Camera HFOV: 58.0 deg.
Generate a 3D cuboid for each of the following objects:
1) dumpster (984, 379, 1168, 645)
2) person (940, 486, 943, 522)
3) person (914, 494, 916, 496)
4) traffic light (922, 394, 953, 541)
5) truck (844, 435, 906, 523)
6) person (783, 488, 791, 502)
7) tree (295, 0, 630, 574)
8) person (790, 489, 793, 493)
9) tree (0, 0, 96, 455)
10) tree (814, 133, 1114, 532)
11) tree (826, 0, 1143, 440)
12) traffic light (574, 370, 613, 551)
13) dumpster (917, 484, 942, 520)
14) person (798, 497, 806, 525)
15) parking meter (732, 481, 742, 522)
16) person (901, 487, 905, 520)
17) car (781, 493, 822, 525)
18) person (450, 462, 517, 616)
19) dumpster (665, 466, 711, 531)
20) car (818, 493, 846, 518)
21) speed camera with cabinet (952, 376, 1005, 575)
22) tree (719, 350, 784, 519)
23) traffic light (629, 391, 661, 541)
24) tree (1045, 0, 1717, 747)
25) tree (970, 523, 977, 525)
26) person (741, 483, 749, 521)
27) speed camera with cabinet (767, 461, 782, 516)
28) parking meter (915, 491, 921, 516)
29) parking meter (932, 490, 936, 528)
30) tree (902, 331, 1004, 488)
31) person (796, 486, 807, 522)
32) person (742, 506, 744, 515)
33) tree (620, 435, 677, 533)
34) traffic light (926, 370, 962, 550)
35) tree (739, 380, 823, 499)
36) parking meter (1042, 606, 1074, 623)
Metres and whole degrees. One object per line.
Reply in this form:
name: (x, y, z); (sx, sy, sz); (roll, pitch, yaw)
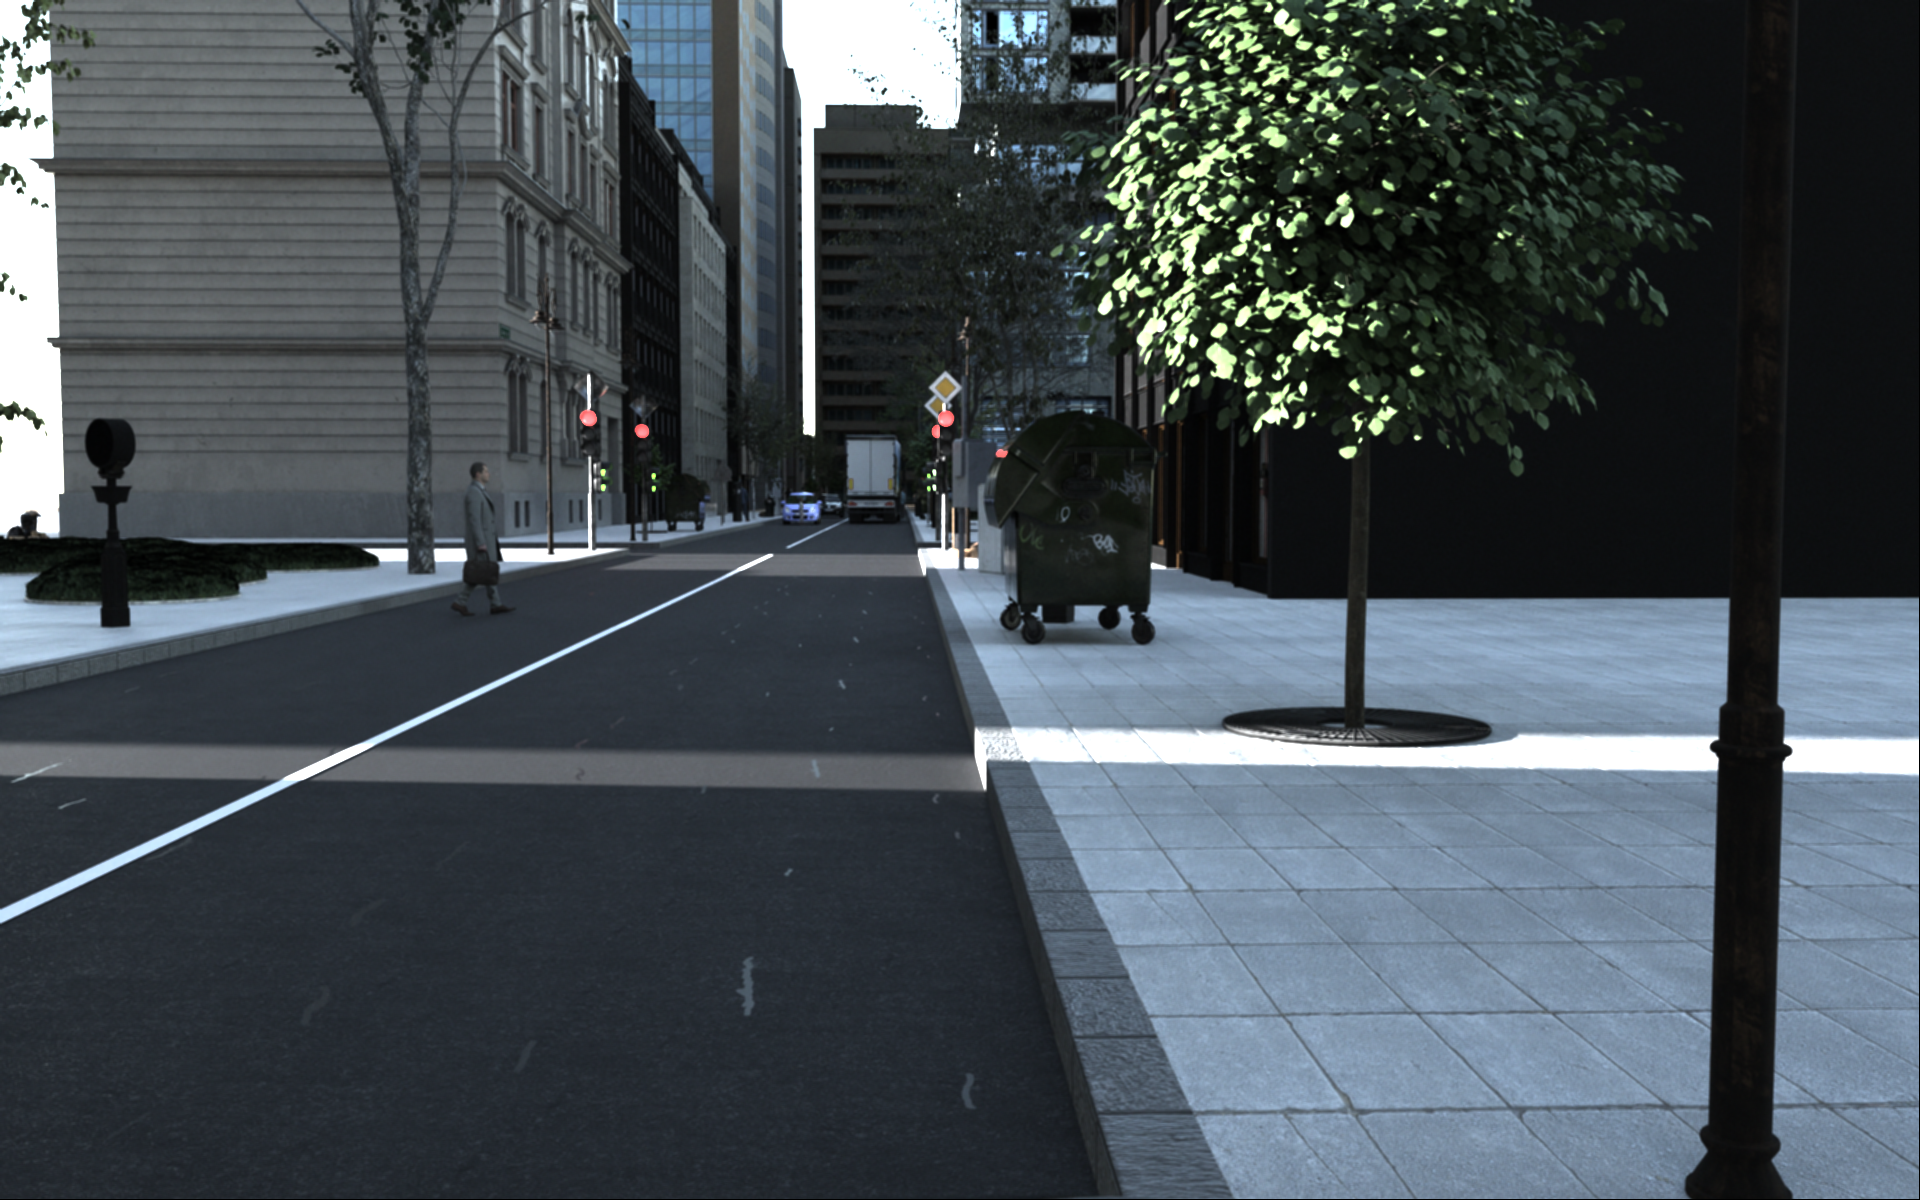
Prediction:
dumpster: (1.008, -0.796, 15.505); (1.502, 2.255, 1.985); (0, 4, -2)
person: (-0.718, -4.516, 79.986); (0.767, 1.812, 0.694); (1, 4, 9)
person: (-4.692, -11.546, 195.537); (1.217, 1.735, 0.721); (-1, 4, -21)
traffic light: (-0.613, -3.576, 47.389); (0.839, 4.253, 0.868); (0, 4, -2)
truck: (-4.299, -6.075, 88.232); (2.839, 4.237, 11.283); (0, 4, 0)
person: (-14.349, -8.478, 144.665); (1.348, 1.822, 0.705); (-1, 4, -8)
tree: (-9.645, -10.418, 26.217); (12.611, 20.169, 13.585); (0, 3, 0)
person: (-14.543, -8.787, 150.436); (0.721, 1.736, 1.217); (0, 4, 0)
tree: (-8.905, -3.880, 13.793); (4.737, 8.622, 4.395); (0, 3, 0)
tree: (0.133, -9.102, 59.183); (12.009, 13.543, 11.850); (0, 3, 0)
tree: (0.551, -4.414, 22.532); (4.360, 8.622, 3.978); (0, 3, 0)
traffic light: (-8.301, -3.071, 39.126); (0.839, 4.253, 0.868); (0, 4, -2)
dumpster: (-1.424, -5.189, 87.333); (1.502, 2.255, 1.985); (0, 4, -2)
person: (-7.263, -4.085, 79.575); (0.394, 1.301, 0.425); (-1, 4, -17)
parking meter: (-10.315, -4.551, 80.113); (0.255, 1.863, 0.399); (3, 4, 38)
person: (-3.322, -5.366, 96.245); (0.660, 1.820, 0.620); (2, 4, 30)
car: (-7.493, -4.432, 82.049); (1.945, 1.707, 3.694); (0, 4, -3)
person: (-5.656, -0.730, 20.532); (0.767, 1.812, 0.694); (-1, 4, -17)
dumpster: (-9.521, -3.527, 60.165); (1.502, 2.255, 1.985); (0, 4, -2)
car: (-7.891, -5.827, 105.054); (2.009, 1.686, 4.222); (0, 4, -3)
speed camera with cabinet: (0.527, -2.087, 28.463); (0.660, 3.252, 2.038); (-2, 4, -24)
tree: (-10.508, -8.463, 88.736); (4.360, 8.622, 3.978); (0, 3, 0)
traffic light: (-8.569, -3.559, 47.107); (0.839, 4.253, 0.868); (0, 4, -2)
tree: (2.194, -1.563, 9.262); (4.285, 4.588, 4.351); (0, 3, 0)
tree: (0.095, -4.784, 72.818); (1.663, 3.219, 1.824); (0, 3, 0)
person: (-10.201, -4.586, 81.202); (0.721, 1.800, 0.419); (-1, 4, -10)
speed camera with cabinet: (-10.875, -6.547, 101.379); (0.660, 3.252, 2.038); (-1, 4, -14)
parking meter: (-2.398, -5.559, 99.303); (0.372, 1.533, 0.369); (0, 3, 0)
parking meter: (-0.888, -3.492, 65.500); (0.372, 1.533, 0.369); (0, 3, 0)
tree: (-0.377, -7.777, 77.520); (4.737, 8.622, 4.395); (0, 3, 0)
person: (-8.106, -4.877, 88.261); (0.660, 1.820, 0.620); (3, 4, 39)
person: (-13.671, -6.242, 108.198); (0.694, 1.812, 0.767); (-2, 4, -29)
tree: (-10.092, -3.828, 57.186); (1.663, 3.219, 1.824); (0, 3, 0)
traffic light: (-0.345, -3.088, 39.409); (0.839, 4.253, 0.868); (0, 4, -2)
tree: (-12.045, -9.746, 109.708); (4.737, 8.622, 4.395); (0, 3, 0)
parking meter: (0.984, -0.708, 17.291); (0.255, 1.863, 0.399); (1, 4, 18)
